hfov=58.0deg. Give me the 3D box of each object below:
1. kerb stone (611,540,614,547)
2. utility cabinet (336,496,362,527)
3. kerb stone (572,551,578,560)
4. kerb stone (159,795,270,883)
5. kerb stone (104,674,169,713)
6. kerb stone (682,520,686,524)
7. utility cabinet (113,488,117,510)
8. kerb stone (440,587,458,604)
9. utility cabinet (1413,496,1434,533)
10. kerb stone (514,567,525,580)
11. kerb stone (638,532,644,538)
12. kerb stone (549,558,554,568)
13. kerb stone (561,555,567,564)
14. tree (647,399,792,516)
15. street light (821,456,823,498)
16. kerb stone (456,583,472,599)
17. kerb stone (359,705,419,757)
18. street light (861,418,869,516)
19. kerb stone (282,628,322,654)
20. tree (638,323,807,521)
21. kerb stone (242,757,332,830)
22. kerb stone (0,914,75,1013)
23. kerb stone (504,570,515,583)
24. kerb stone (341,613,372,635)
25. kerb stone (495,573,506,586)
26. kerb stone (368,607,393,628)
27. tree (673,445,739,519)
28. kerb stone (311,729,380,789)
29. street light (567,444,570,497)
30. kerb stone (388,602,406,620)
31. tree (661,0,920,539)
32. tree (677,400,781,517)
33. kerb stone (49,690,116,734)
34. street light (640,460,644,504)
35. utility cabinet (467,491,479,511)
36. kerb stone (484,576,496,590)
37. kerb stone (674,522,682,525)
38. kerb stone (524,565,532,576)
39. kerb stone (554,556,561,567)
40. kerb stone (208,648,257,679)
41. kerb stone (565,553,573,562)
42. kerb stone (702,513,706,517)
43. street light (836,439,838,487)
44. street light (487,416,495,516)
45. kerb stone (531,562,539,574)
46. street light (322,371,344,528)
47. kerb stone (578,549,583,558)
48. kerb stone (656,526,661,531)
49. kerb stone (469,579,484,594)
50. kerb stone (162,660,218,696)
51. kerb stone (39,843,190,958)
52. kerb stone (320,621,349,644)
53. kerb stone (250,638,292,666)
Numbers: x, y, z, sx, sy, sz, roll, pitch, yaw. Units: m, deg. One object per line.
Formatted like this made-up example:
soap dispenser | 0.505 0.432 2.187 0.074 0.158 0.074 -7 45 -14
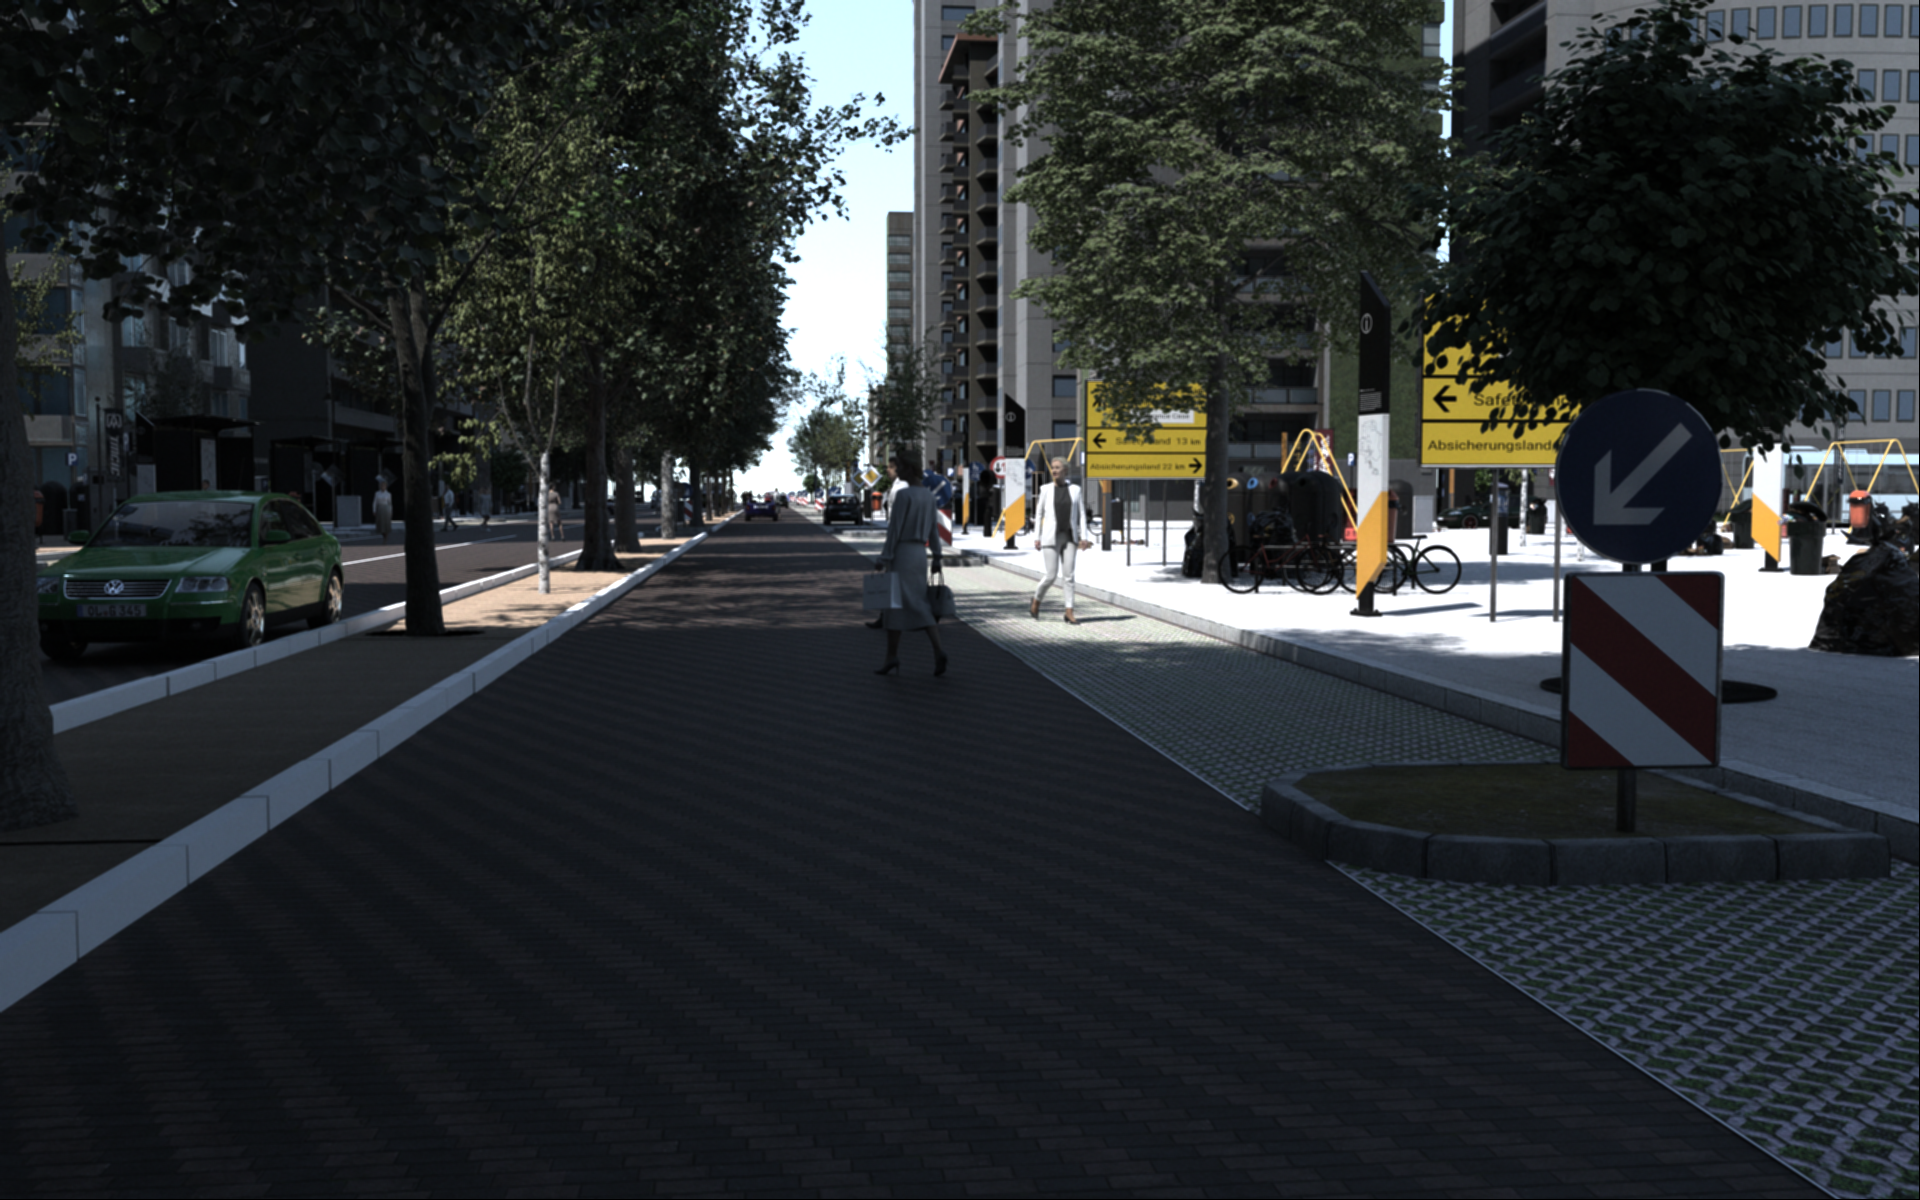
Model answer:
kerb stone | -9.594 -1.595 48.388 0.120 0.150 1.000 0 4 -6
utility cabinet | -23.688 -3.412 66.956 1.020 1.237 0.306 0 4 6
kerb stone | -8.367 -0.915 37.180 0.120 0.150 1.000 0 4 -6
kerb stone | -2.944 0.942 6.842 0.120 0.150 1.000 0 4 -6
kerb stone | -5.594 0.643 11.695 0.120 0.150 1.000 0 4 -6
kerb stone | -13.438 -3.753 83.553 0.120 0.150 1.000 0 4 -6
utility cabinet | -31.799 -3.435 64.848 0.318 1.500 1.173 -2 4 -30
kerb stone | -6.816 -0.042 22.888 0.120 0.150 1.000 0 4 -6
utility cabinet | 15.099 -2.791 56.795 1.020 1.237 0.306 -3 5 -40
kerb stone | -7.468 -0.417 29.012 0.120 0.150 1.000 0 4 -6
kerb stone | -10.604 -2.162 57.551 0.120 0.150 1.000 0 4 -6
kerb stone | -7.927 -0.665 33.098 0.120 0.150 1.000 0 4 -6
kerb stone | -8.144 -0.786 35.142 0.120 0.150 1.000 0 4 -6
tree | -15.736 -10.841 114.126 8.767 10.594 7.601 0 4 -6
street light | -14.284 -12.664 179.847 0.468 5.910 1.993 0 4 -6
kerb stone | -6.922 -0.104 23.905 0.120 0.150 1.000 0 4 -6
kerb stone | -3.271 0.752 9.897 0.120 0.150 1.000 0 4 -6
street light | -5.722 -7.988 103.383 0.468 5.910 1.993 0 4 -6
kerb stone | -6.030 0.393 15.774 0.120 0.150 1.000 0 4 -6
tree | -13.179 -10.854 90.289 12.009 13.543 11.850 0 3 0
kerb stone | -3.054 0.877 7.862 0.120 0.150 1.000 0 4 -6
kerb stone | -2.715 1.063 4.808 0.120 0.150 1.000 0 4 -6
kerb stone | -7.363 -0.354 27.986 0.120 0.150 1.000 0 4 -6
kerb stone | -6.247 0.268 17.807 0.120 0.150 1.000 0 4 -6
kerb stone | -7.245 -0.289 26.970 0.120 0.150 1.000 0 4 -6
kerb stone | -6.362 0.206 18.823 0.120 0.150 1.000 0 4 -6
tree | -14.224 -8.929 98.804 4.360 8.622 3.978 0 3 0
kerb stone | -3.160 0.816 8.879 0.120 0.150 1.000 0 4 -6
street light | -32.099 -10.338 141.815 0.468 5.910 1.993 0 4 -6
kerb stone | -6.479 0.145 19.839 0.120 0.150 1.000 0 4 -6
tree | -7.892 -11.920 53.240 12.611 20.169 13.585 0 3 0
tree | -14.846 -11.342 106.021 7.486 12.596 7.792 0 3 0
kerb stone | -5.475 0.704 10.679 0.120 0.150 1.000 0 4 -6
street light | -41.095 -15.369 224.072 0.468 5.910 1.993 0 4 -6
utility cabinet | -36.556 -7.465 130.723 1.173 1.500 0.318 -2 4 -31
kerb stone | -7.137 -0.229 25.947 0.120 0.150 1.000 0 4 -6
kerb stone | -13.114 -3.561 80.502 0.120 0.150 1.000 0 4 -6
kerb stone | -7.590 -0.480 30.037 0.120 0.150 1.000 0 4 -6
kerb stone | -8.030 -0.729 34.115 0.120 0.150 1.000 0 4 -6
kerb stone | -5.804 0.518 13.733 0.120 0.150 1.000 0 4 -6
kerb stone | -8.252 -0.852 36.164 0.120 0.150 1.000 0 4 -6
kerb stone | -16.900 -5.685 115.147 0.120 0.150 1.000 0 4 -6
street light | -10.074 -10.312 141.385 0.468 5.910 1.993 0 4 -6
street light | -27.902 -7.985 103.335 0.468 5.910 1.993 0 4 -6
kerb stone | -7.705 -0.542 31.053 0.120 0.150 1.000 0 4 -6
street light | -23.604 -5.660 65.328 0.468 5.910 1.993 0 4 -6
kerb stone | -8.480 -0.979 38.196 0.120 0.150 1.000 0 4 -6
kerb stone | -11.783 -2.815 68.270 0.120 0.150 1.000 0 4 -6
kerb stone | -7.037 -0.167 24.921 0.120 0.150 1.000 0 4 -6
kerb stone | -5.692 0.585 12.713 0.120 0.150 1.000 0 4 -6
kerb stone | -2.831 1.001 5.826 0.120 0.150 1.000 0 4 -6
kerb stone | -6.137 0.339 16.791 0.120 0.150 1.000 0 4 -6
kerb stone | -5.912 0.458 14.749 0.120 0.150 1.000 0 4 -6
